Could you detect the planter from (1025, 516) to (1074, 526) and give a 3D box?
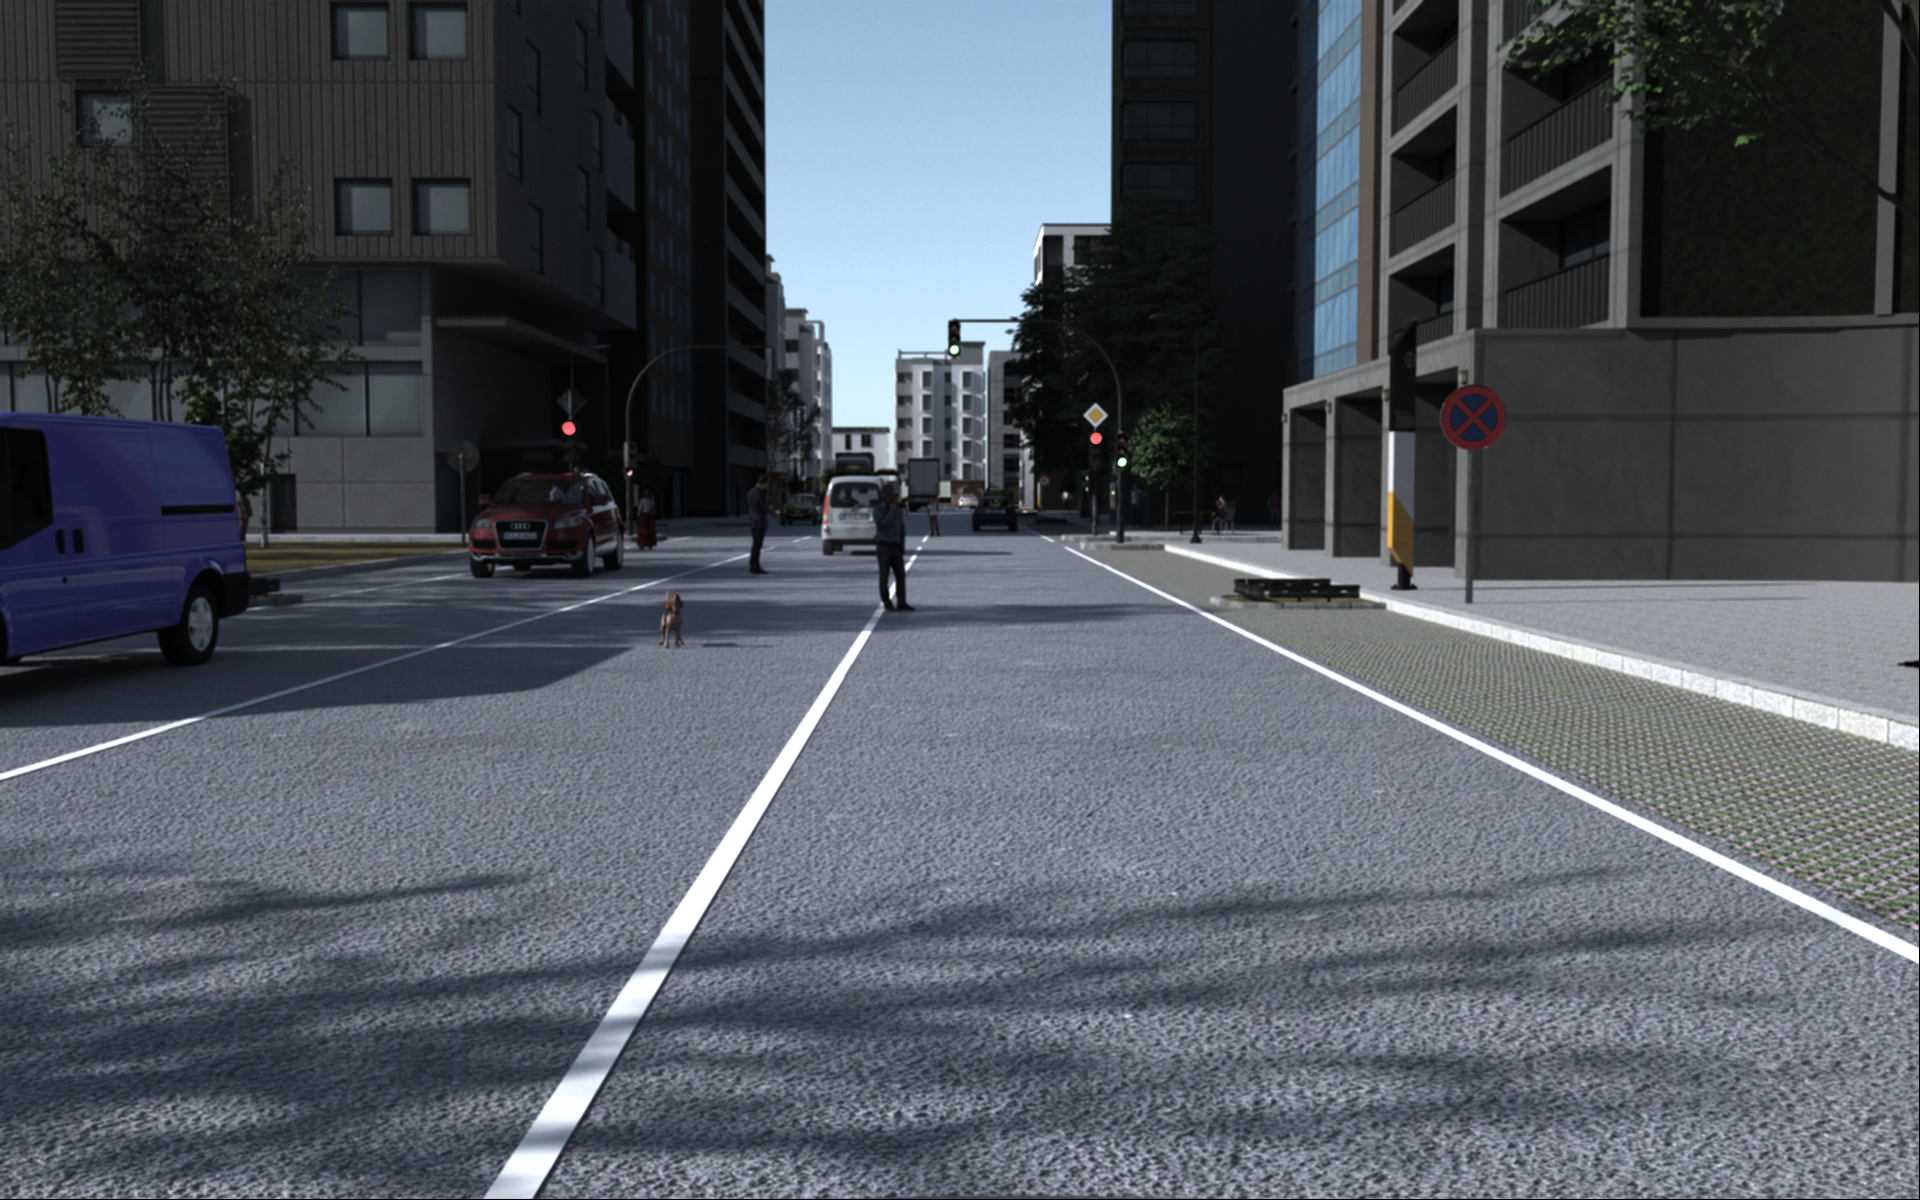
[{"bbox_3d":[4.085,-3.495,78.276,1.991,0.319,1.994,0,4,0],"label":"planter"}]

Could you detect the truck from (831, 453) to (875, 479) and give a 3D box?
[{"bbox_3d":[-7.269,-8.001,119.724,2.839,4.237,11.283,0,4,-1],"label":"truck"}]

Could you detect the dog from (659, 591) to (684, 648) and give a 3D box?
[{"bbox_3d":[-2.705,0.182,16.314,0.540,0.507,0.406,3,4,37],"label":"dog"}]

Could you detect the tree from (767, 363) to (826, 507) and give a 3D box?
[{"bbox_3d":[-13.290,-11.489,122.260,7.601,10.594,8.767,1,4,15],"label":"tree"}]

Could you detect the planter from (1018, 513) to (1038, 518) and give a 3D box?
[{"bbox_3d":[3.995,-5.155,105.429,1.991,0.319,1.994,0,4,0],"label":"planter"}]

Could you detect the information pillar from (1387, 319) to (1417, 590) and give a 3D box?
[{"bbox_3d":[5.902,-1.942,23.101,0.504,3.616,0.183,-3,5,-40],"label":"information pillar"}]

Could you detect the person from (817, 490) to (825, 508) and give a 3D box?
[{"bbox_3d":[-13.079,-9.548,162.948,0.742,1.727,0.445,-2,4,-32],"label":"person"}]

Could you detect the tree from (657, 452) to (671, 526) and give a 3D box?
[{"bbox_3d":[-12.370,-4.570,69.316,1.663,3.219,1.824,0,3,0],"label":"tree"}]

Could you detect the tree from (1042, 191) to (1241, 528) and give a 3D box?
[{"bbox_3d":[6.997,-9.043,65.975,7.486,12.596,7.792,0,3,0],"label":"tree"}]

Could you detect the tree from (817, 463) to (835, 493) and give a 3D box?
[{"bbox_3d":[-13.625,-12.307,184.940,4.285,4.588,4.351,0,3,0],"label":"tree"}]

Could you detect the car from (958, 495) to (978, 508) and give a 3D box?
[{"bbox_3d":[0.807,-9.880,173.893,2.083,1.381,4.827,0,4,-1],"label":"car"}]

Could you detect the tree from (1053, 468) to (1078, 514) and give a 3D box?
[{"bbox_3d":[6.976,-7.019,109.364,1.663,3.219,1.824,0,3,0],"label":"tree"}]

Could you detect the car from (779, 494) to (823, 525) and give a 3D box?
[{"bbox_3d":[-7.418,-4.347,81.296,2.015,1.641,3.980,0,4,1],"label":"car"}]

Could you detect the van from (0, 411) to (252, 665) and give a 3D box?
[{"bbox_3d":[-7.296,-0.520,12.883,2.240,2.365,5.245,0,4,0],"label":"van"}]

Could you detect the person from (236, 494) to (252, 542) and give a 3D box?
[{"bbox_3d":[-20.664,-2.504,50.001,0.434,1.755,0.990,-2,4,-27],"label":"person"}]

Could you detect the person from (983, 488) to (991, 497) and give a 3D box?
[{"bbox_3d":[1.859,-6.349,112.459,0.875,1.805,0.789,3,4,37],"label":"person"}]

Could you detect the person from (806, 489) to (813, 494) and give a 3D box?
[{"bbox_3d":[-12.737,-8.576,146.939,1.217,1.739,0.721,-1,4,-15],"label":"person"}]

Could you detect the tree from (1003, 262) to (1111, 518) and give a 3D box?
[{"bbox_3d":[6.790,-11.461,94.035,9.857,13.997,8.962,0,3,0],"label":"tree"}]

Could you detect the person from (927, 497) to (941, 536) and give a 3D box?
[{"bbox_3d":[-0.879,-2.842,58.879,0.435,1.345,0.340,-1,4,-9],"label":"person"}]

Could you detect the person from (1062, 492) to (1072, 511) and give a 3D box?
[{"bbox_3d":[8.074,-7.594,131.138,0.756,1.711,0.436,1,4,23],"label":"person"}]

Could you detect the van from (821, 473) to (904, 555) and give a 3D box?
[{"bbox_3d":[-2.383,-2.138,41.967,2.013,2.044,4.112,0,4,1],"label":"van"}]

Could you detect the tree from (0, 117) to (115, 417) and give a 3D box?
[{"bbox_3d":[-17.904,-5.161,34.747,4.737,8.622,4.395,0,3,0],"label":"tree"}]

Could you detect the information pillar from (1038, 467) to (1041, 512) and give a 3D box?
[{"bbox_3d":[5.784,-8.250,126.244,0.183,3.616,0.504,-1,4,-13],"label":"information pillar"}]

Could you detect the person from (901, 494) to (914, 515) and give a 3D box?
[{"bbox_3d":[-3.618,-6.497,117.922,0.799,1.438,0.628,-1,4,-19],"label":"person"}]

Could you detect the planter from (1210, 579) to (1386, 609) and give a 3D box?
[{"bbox_3d":[4.275,-0.075,22.362,1.991,0.319,1.994,0,4,0],"label":"planter"}]

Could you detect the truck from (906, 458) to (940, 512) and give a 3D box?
[{"bbox_3d":[-3.007,-9.315,141.213,2.839,4.237,11.283,0,4,-2],"label":"truck"}]

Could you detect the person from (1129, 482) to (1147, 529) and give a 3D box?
[{"bbox_3d":[6.527,-3.509,64.141,0.376,1.734,0.841,-2,4,-32],"label":"person"}]

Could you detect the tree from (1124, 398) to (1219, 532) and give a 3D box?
[{"bbox_3d":[7.168,-4.638,59.550,4.285,4.588,4.351,0,3,0],"label":"tree"}]

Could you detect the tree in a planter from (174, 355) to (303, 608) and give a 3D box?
[{"bbox_3d":[-9.731,-1.543,22.447,1.991,3.239,1.994,0,4,0],"label":"tree in a planter"}]

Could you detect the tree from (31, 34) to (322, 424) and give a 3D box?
[{"bbox_3d":[-12.938,-4.803,28.900,4.360,8.622,3.978,0,3,0],"label":"tree"}]

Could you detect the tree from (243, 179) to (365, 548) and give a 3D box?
[{"bbox_3d":[-16.613,-5.572,41.471,4.737,8.622,4.395,0,3,0],"label":"tree"}]

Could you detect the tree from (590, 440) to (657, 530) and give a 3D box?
[{"bbox_3d":[-12.242,-4.139,62.270,1.663,3.219,1.824,0,3,0],"label":"tree"}]

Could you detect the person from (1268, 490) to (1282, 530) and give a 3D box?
[{"bbox_3d":[11.227,-3.191,61.443,0.726,1.435,0.776,0,4,-6],"label":"person"}]

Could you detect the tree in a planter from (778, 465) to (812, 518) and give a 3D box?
[{"bbox_3d":[-10.017,-6.635,105.709,1.991,3.239,1.994,0,4,0],"label":"tree in a planter"}]

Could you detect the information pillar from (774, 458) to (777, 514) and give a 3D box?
[{"bbox_3d":[-12.151,-7.483,113.695,0.183,3.616,0.504,0,4,-6],"label":"information pillar"}]

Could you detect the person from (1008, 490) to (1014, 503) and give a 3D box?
[{"bbox_3d":[5.841,-11.848,200.211,0.683,1.767,0.568,-2,4,-28],"label":"person"}]

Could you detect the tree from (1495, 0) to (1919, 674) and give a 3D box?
[{"bbox_3d":[7.426,-5.295,12.334,9.928,11.665,9.643,0,3,0],"label":"tree"}]

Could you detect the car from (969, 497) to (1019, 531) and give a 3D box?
[{"bbox_3d":[1.351,-3.382,67.878,1.945,1.354,3.894,0,4,0],"label":"car"}]

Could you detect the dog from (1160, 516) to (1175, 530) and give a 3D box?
[{"bbox_3d":[7.451,-2.776,62.221,0.540,0.507,0.406,0,4,7],"label":"dog"}]

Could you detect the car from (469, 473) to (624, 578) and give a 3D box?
[{"bbox_3d":[-7.393,-1.386,31.334,2.281,1.827,5.304,0,4,-2],"label":"car"}]

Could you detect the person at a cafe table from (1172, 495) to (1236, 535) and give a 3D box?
[{"bbox_3d":[7.926,-2.698,54.974,1.726,1.238,1.698,3,5,42],"label":"person at a cafe table"}]
